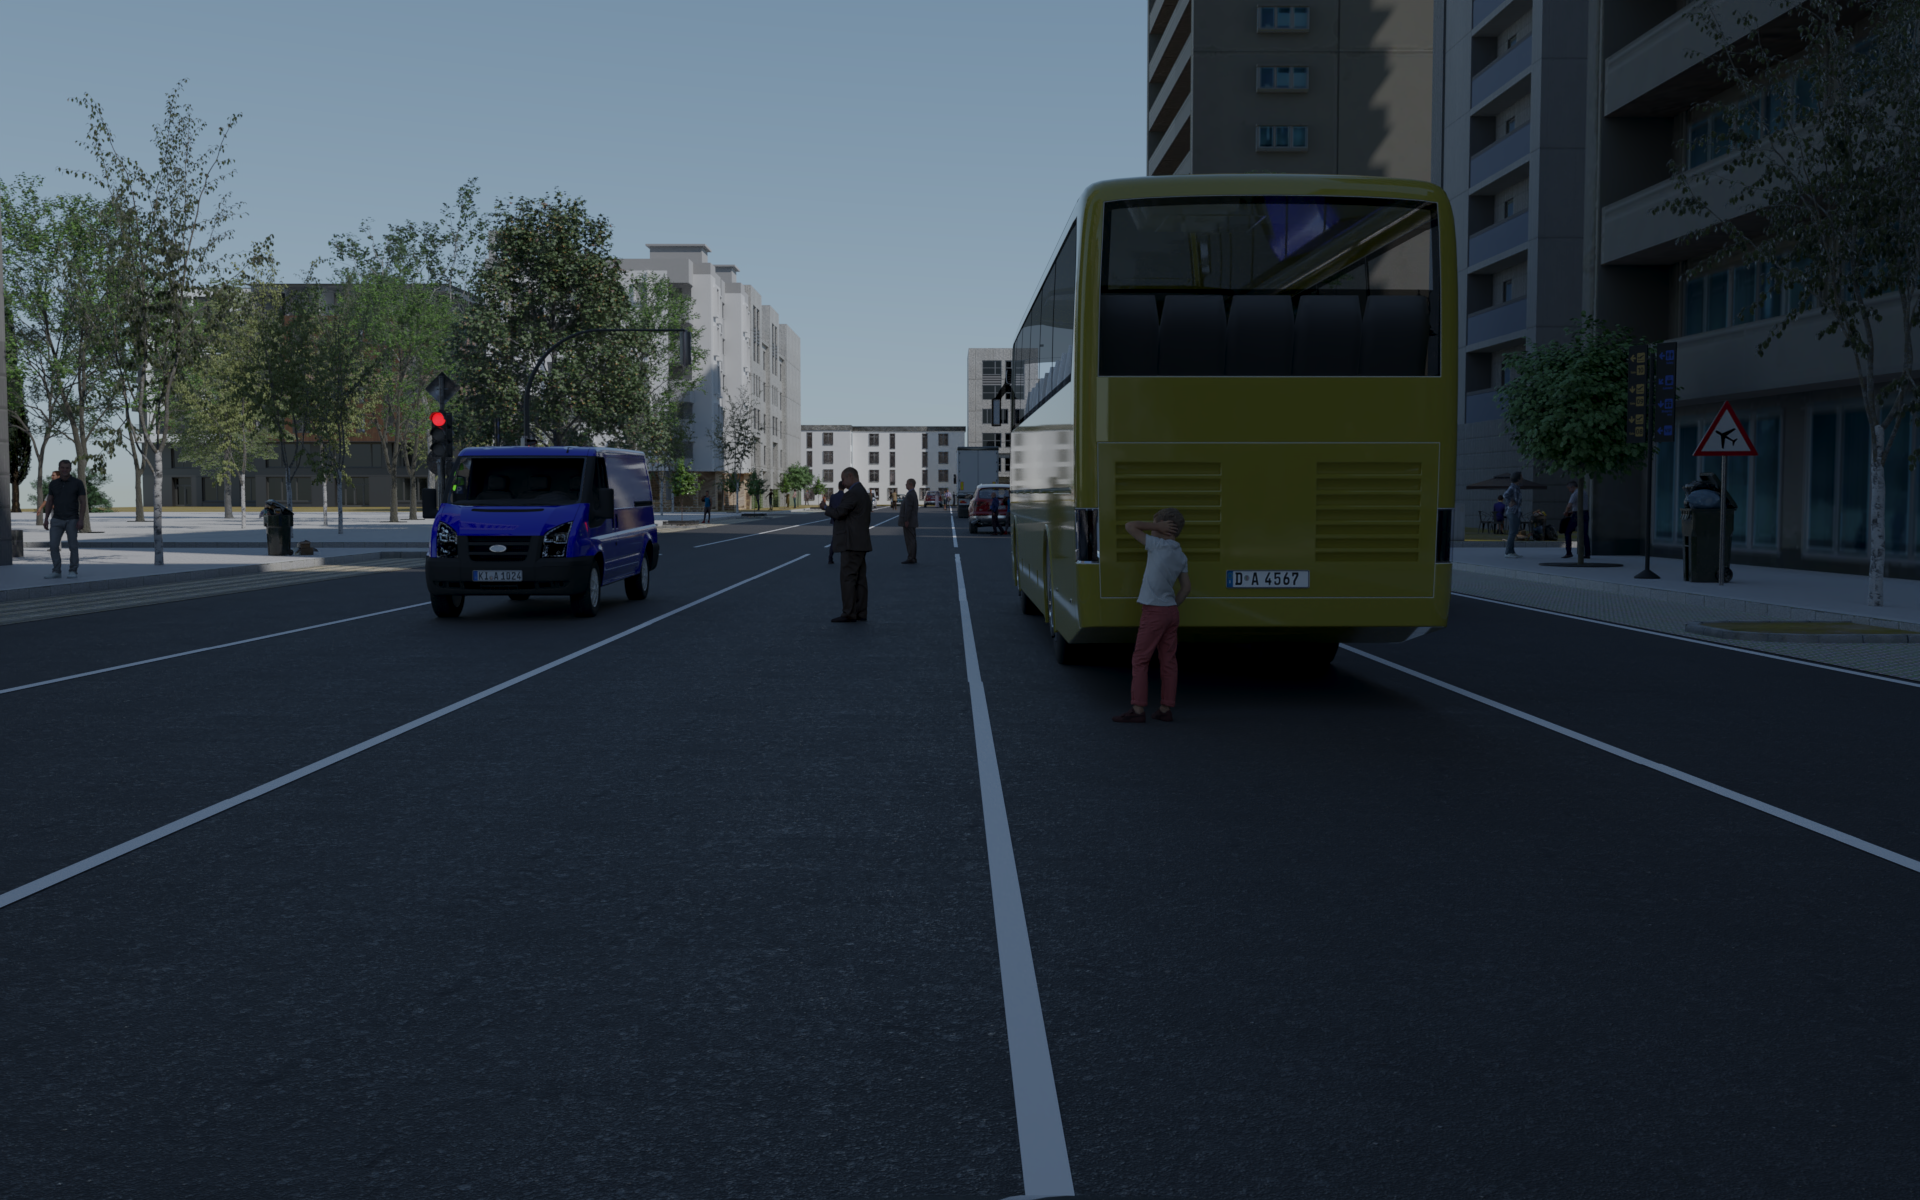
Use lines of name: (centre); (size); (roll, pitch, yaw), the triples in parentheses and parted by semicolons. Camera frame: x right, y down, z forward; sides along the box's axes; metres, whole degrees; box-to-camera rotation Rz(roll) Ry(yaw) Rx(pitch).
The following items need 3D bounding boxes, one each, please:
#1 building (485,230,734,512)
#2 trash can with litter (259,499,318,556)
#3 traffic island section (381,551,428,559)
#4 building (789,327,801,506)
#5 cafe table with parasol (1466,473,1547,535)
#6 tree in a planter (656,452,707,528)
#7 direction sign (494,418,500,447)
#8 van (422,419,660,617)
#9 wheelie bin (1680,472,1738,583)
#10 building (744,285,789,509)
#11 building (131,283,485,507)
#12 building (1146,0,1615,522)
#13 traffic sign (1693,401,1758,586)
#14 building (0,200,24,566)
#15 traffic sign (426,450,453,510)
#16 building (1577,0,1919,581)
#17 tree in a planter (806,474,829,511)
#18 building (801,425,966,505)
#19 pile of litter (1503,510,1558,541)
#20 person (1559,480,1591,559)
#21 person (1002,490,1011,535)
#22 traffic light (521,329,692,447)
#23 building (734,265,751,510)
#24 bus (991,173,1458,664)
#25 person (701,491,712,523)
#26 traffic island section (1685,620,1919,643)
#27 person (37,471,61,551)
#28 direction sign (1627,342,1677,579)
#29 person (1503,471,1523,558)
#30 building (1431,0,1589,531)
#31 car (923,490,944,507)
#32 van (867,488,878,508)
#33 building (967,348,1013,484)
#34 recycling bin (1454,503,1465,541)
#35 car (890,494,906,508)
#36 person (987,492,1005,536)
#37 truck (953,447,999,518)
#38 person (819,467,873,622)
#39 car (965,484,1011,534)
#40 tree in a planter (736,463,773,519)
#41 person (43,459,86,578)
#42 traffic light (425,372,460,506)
building: (-25.786, -16.668, 128.948); (16.016, 20.091, 11.380); (0, 4, 0)
trash can with litter: (-14.065, -1.523, 36.283); (0.624, 1.170, 1.055); (3, 5, 42)
traffic island section: (-11.880, -1.074, 39.845); (2.009, 0.180, 2.903); (0, 4, 0)
building: (-33.768, -19.686, 188.330); (31.486, 18.905, 16.747); (0, 4, 0)
cafe table with parasol: (17.469, -3.089, 55.369); (2.610, 1.966, 2.610); (0, 4, 7)
tree in a planter: (-11.777, -4.650, 73.252); (1.991, 3.239, 1.994); (0, 4, 0)
direction sign: (-13.804, -3.653, 51.724); (0.379, 3.537, 0.876); (-2, 4, -24)
van: (-5.190, -1.072, 21.914); (2.240, 2.365, 5.245); (0, 4, 0)
wheelie bin: (10.879, -1.059, 25.226); (0.693, 1.594, 0.980); (0, 4, 7)
building: (-26.108, -18.086, 162.158); (16.747, 18.905, 31.486); (0, 4, 0)
building: (-65.891, -20.678, 182.053); (32.646, 21.610, 27.936); (0, 4, 0)
building: (22.518, -29.077, 99.117); (21.300, 48.544, 21.600); (0, 4, 0)
traffic sign: (10.683, -1.482, 24.232); (0.884, 2.594, 0.081); (0, 4, 4)
building: (-31.080, -29.537, 24.923); (28.212, 58.520, 21.231); (0, 4, 0)
traffic sign: (-14.220, -2.888, 47.329); (0.768, 2.556, 0.104); (1, 4, 9)
building: (23.865, -24.546, 25.026); (21.300, 48.544, 21.600); (0, 4, 0)
tree in a planter: (-12.274, -9.351, 150.113); (1.991, 3.239, 1.994); (0, 4, 0)
building: (-13.297, -16.657, 214.487); (28.070, 9.664, 9.099); (0, 4, 0)
pile of litter: (15.709, -2.061, 47.659); (1.719, 0.858, 1.176); (0, 4, -8)
person: (12.237, -1.602, 34.455); (0.614, 1.554, 0.590); (-3, 4, -38)
person: (1.724, -3.105, 61.138); (0.647, 1.594, 0.662); (2, 4, 25)
traffic light: (-9.800, -4.470, 47.744); (4.771, 5.953, 1.251); (0, 4, 0)
building: (-25.084, -17.389, 140.734); (16.016, 20.091, 11.380); (0, 4, 0)
bus: (1.945, -1.582, 17.419); (2.896, 3.916, 12.252); (0, 4, -1)
person: (-12.474, -4.567, 85.033); (0.647, 1.594, 0.662); (1, 4, 11)
traffic island section: (8.486, 0.328, 17.508); (1.991, 0.108, 1.994); (0, 4, 0)
person: (-20.226, -1.984, 38.636); (0.875, 1.805, 0.789); (2, 4, 32)
direction sign: (10.439, -2.092, 26.208); (0.379, 3.537, 0.876); (-2, 4, -27)
person: (11.113, -1.715, 34.806); (0.376, 1.734, 0.841); (2, 4, 27)
building: (33.598, -31.818, 62.221); (28.212, 58.520, 21.231); (0, 4, 0)
car: (-2.893, -10.899, 186.878); (2.281, 1.827, 5.304); (0, 4, -2)
van: (-9.413, -10.469, 178.175); (2.013, 2.044, 4.112); (0, 4, -2)
building: (16.720, -21.516, 218.248); (31.486, 18.905, 16.747); (0, 4, 0)
recycling bin: (13.316, -2.131, 47.392); (0.722, 1.027, 0.722); (-3, 4, -38)
car: (-6.278, -10.396, 179.764); (2.009, 1.686, 4.222); (0, 4, 1)
person: (1.187, -2.985, 59.998); (0.600, 1.496, 0.574); (2, 4, 35)
truck: (1.025, -7.268, 107.748); (2.839, 4.237, 11.283); (0, 4, 0)
person: (-1.278, -0.633, 19.544); (0.600, 1.739, 0.565); (-1, 4, -13)
car: (1.347, -3.408, 64.399); (2.281, 1.827, 5.304); (0, 4, 0)
tree in a planter: (-11.948, -6.328, 100.680); (1.991, 3.239, 1.994); (0, 4, 0)
person: (-13.665, -1.237, 26.402); (0.598, 1.807, 0.434); (0, 4, 6)
traffic light: (-11.839, -3.106, 39.711); (0.839, 4.253, 0.868); (0, 4, 0)
